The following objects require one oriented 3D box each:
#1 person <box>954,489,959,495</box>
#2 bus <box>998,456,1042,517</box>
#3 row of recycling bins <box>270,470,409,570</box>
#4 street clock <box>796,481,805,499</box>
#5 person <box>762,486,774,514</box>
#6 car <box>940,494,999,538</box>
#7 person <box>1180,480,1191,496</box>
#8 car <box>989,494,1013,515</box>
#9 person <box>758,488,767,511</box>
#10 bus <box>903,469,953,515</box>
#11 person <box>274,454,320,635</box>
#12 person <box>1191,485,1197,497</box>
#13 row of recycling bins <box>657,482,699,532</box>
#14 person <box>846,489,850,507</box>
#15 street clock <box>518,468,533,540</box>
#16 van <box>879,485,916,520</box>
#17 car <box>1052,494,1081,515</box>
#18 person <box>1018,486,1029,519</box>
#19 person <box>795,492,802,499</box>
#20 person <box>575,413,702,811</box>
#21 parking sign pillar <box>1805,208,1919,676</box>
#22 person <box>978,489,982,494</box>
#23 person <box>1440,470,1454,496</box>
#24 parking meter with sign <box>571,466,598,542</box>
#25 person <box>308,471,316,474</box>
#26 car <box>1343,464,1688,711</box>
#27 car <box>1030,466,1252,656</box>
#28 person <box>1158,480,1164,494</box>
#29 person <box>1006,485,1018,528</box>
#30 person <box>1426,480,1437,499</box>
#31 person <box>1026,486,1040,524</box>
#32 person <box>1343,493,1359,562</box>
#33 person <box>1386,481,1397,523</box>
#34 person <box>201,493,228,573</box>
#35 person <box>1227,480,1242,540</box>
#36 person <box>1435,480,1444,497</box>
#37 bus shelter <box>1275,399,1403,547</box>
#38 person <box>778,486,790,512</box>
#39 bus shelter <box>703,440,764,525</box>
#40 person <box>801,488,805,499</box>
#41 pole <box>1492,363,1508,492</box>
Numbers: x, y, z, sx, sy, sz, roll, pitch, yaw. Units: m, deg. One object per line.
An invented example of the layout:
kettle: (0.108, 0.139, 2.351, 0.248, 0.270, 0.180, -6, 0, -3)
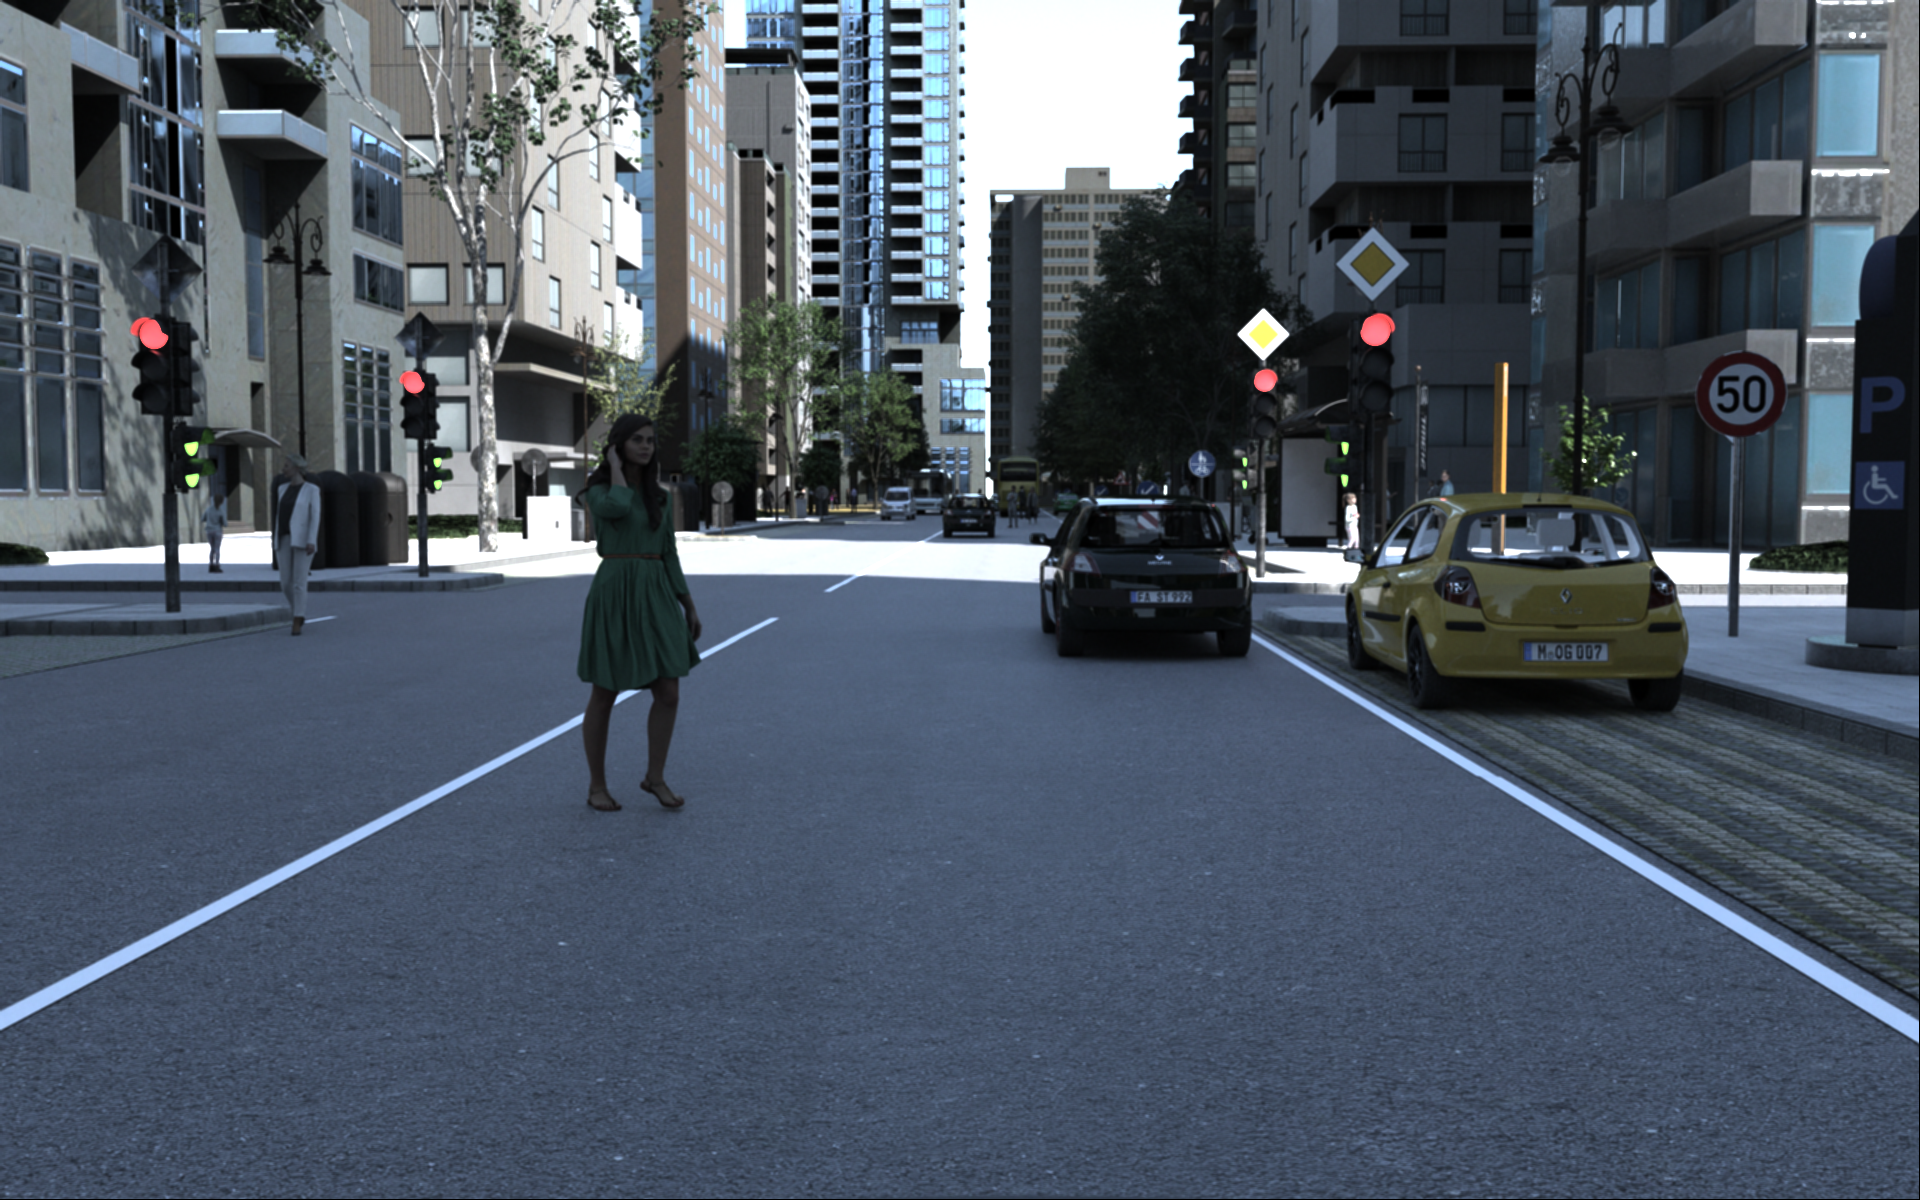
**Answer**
person: (-0.213, -7.987, 139.183, 0.705, 1.812, 1.348, -2, 4, -32)
bus: (3.822, -7.344, 111.620, 2.896, 3.916, 12.252, 0, 4, 3)
row of recycling bins: (-10.899, -1.445, 30.732, 1.069, 1.692, 3.534, 1, 4, 13)
street clock: (-8.945, -5.650, 96.944, 0.358, 2.002, 0.471, 3, 5, 42)
person: (-11.909, -6.156, 107.246, 0.990, 1.755, 0.434, -3, 5, -40)
car: (0.323, -2.963, 58.226, 2.009, 1.686, 4.222, 0, 4, 1)
person: (8.548, -3.631, 65.504, 0.391, 1.810, 0.635, -3, 4, -36)
car: (2.821, -6.765, 122.399, 2.131, 1.459, 4.920, 0, 4, 1)
person: (-13.721, -7.001, 121.232, 0.721, 1.735, 1.217, 2, 4, 33)
bus: (-2.124, -7.879, 123.685, 2.948, 3.499, 13.247, 0, 4, 3)
person: (-6.827, -0.580, 17.868, 0.514, 1.842, 0.818, 0, 4, -7)
person: (12.257, -5.200, 91.420, 0.532, 1.782, 0.716, 3, 4, 36)
row of recycling bins: (-9.665, -3.154, 58.676, 1.069, 1.692, 3.534, 1, 4, 11)
person: (-11.356, -10.359, 175.547, 0.705, 1.807, 1.348, 0, 4, -4)
street clock: (-12.245, -2.711, 48.894, 0.358, 2.002, 0.471, 1, 4, 22)
van: (-3.399, -5.432, 95.827, 2.013, 2.044, 4.112, 0, 4, 4)
car: (7.262, -6.654, 117.582, 1.959, 1.807, 4.718, 0, 4, 1)
person: (3.657, -5.616, 99.678, 0.648, 1.900, 0.474, 3, 5, 39)
person: (-11.799, -7.096, 125.325, 1.065, 1.426, 0.557, 0, 4, 7)
person: (-1.487, 0.054, 7.864, 0.529, 1.795, 0.600, 3, 4, 36)
parking sign pillar: (7.081, -1.485, 12.751, 1.447, 3.967, 1.447, -3, 4, -38)
person: (1.513, -7.329, 128.336, 0.705, 1.822, 1.348, -3, 4, -36)
person: (11.545, -2.141, 40.917, 0.748, 1.841, 0.638, 3, 4, 37)
parking meter with sign: (-9.900, -3.120, 47.276, 0.543, 3.016, 1.738, 2, 4, 33)
person: (-15.404, -2.168, 41.349, 0.638, 1.841, 0.748, -2, 4, -31)
car: (3.949, -0.160, 12.847, 2.015, 1.641, 3.980, 0, 4, 4)
car: (1.699, -0.423, 16.696, 2.009, 1.686, 4.222, 0, 3, 0)
person: (7.808, -3.777, 67.903, 0.850, 1.850, 0.679, 0, 4, -3)
person: (2.236, -4.001, 74.090, 0.511, 1.800, 0.466, 1, 4, 9)
person: (16.968, -3.448, 62.685, 0.573, 1.790, 0.520, -2, 4, -27)
person: (3.526, -4.520, 82.578, 0.709, 1.800, 0.728, 2, 4, 27)
person: (7.398, -1.361, 32.572, 0.394, 1.301, 0.425, 1, 4, 22)
person: (15.056, -3.321, 60.911, 0.524, 1.755, 0.480, -1, 4, -12)
person: (-12.145, -1.096, 28.243, 0.425, 1.301, 0.394, -1, 4, -12)
person: (7.664, -2.559, 48.429, 0.362, 1.759, 0.519, -2, 4, -26)
person: (17.694, -3.531, 63.959, 0.473, 1.802, 0.592, 1, 4, 13)
bus shelter: (8.398, -2.776, 39.308, 2.014, 3.302, 5.546, 0, 4, 2)
person: (-12.136, -7.079, 121.752, 1.348, 1.831, 0.705, 1, 4, 22)
bus shelter: (-9.849, -5.162, 75.679, 1.731, 3.624, 6.357, 0, 4, 2)
person: (-11.945, -7.601, 131.125, 0.445, 1.727, 0.742, -3, 5, -41)
pole: (8.419, -2.030, 27.029, 0.158, 3.312, 0.155, 0, 3, 0)
